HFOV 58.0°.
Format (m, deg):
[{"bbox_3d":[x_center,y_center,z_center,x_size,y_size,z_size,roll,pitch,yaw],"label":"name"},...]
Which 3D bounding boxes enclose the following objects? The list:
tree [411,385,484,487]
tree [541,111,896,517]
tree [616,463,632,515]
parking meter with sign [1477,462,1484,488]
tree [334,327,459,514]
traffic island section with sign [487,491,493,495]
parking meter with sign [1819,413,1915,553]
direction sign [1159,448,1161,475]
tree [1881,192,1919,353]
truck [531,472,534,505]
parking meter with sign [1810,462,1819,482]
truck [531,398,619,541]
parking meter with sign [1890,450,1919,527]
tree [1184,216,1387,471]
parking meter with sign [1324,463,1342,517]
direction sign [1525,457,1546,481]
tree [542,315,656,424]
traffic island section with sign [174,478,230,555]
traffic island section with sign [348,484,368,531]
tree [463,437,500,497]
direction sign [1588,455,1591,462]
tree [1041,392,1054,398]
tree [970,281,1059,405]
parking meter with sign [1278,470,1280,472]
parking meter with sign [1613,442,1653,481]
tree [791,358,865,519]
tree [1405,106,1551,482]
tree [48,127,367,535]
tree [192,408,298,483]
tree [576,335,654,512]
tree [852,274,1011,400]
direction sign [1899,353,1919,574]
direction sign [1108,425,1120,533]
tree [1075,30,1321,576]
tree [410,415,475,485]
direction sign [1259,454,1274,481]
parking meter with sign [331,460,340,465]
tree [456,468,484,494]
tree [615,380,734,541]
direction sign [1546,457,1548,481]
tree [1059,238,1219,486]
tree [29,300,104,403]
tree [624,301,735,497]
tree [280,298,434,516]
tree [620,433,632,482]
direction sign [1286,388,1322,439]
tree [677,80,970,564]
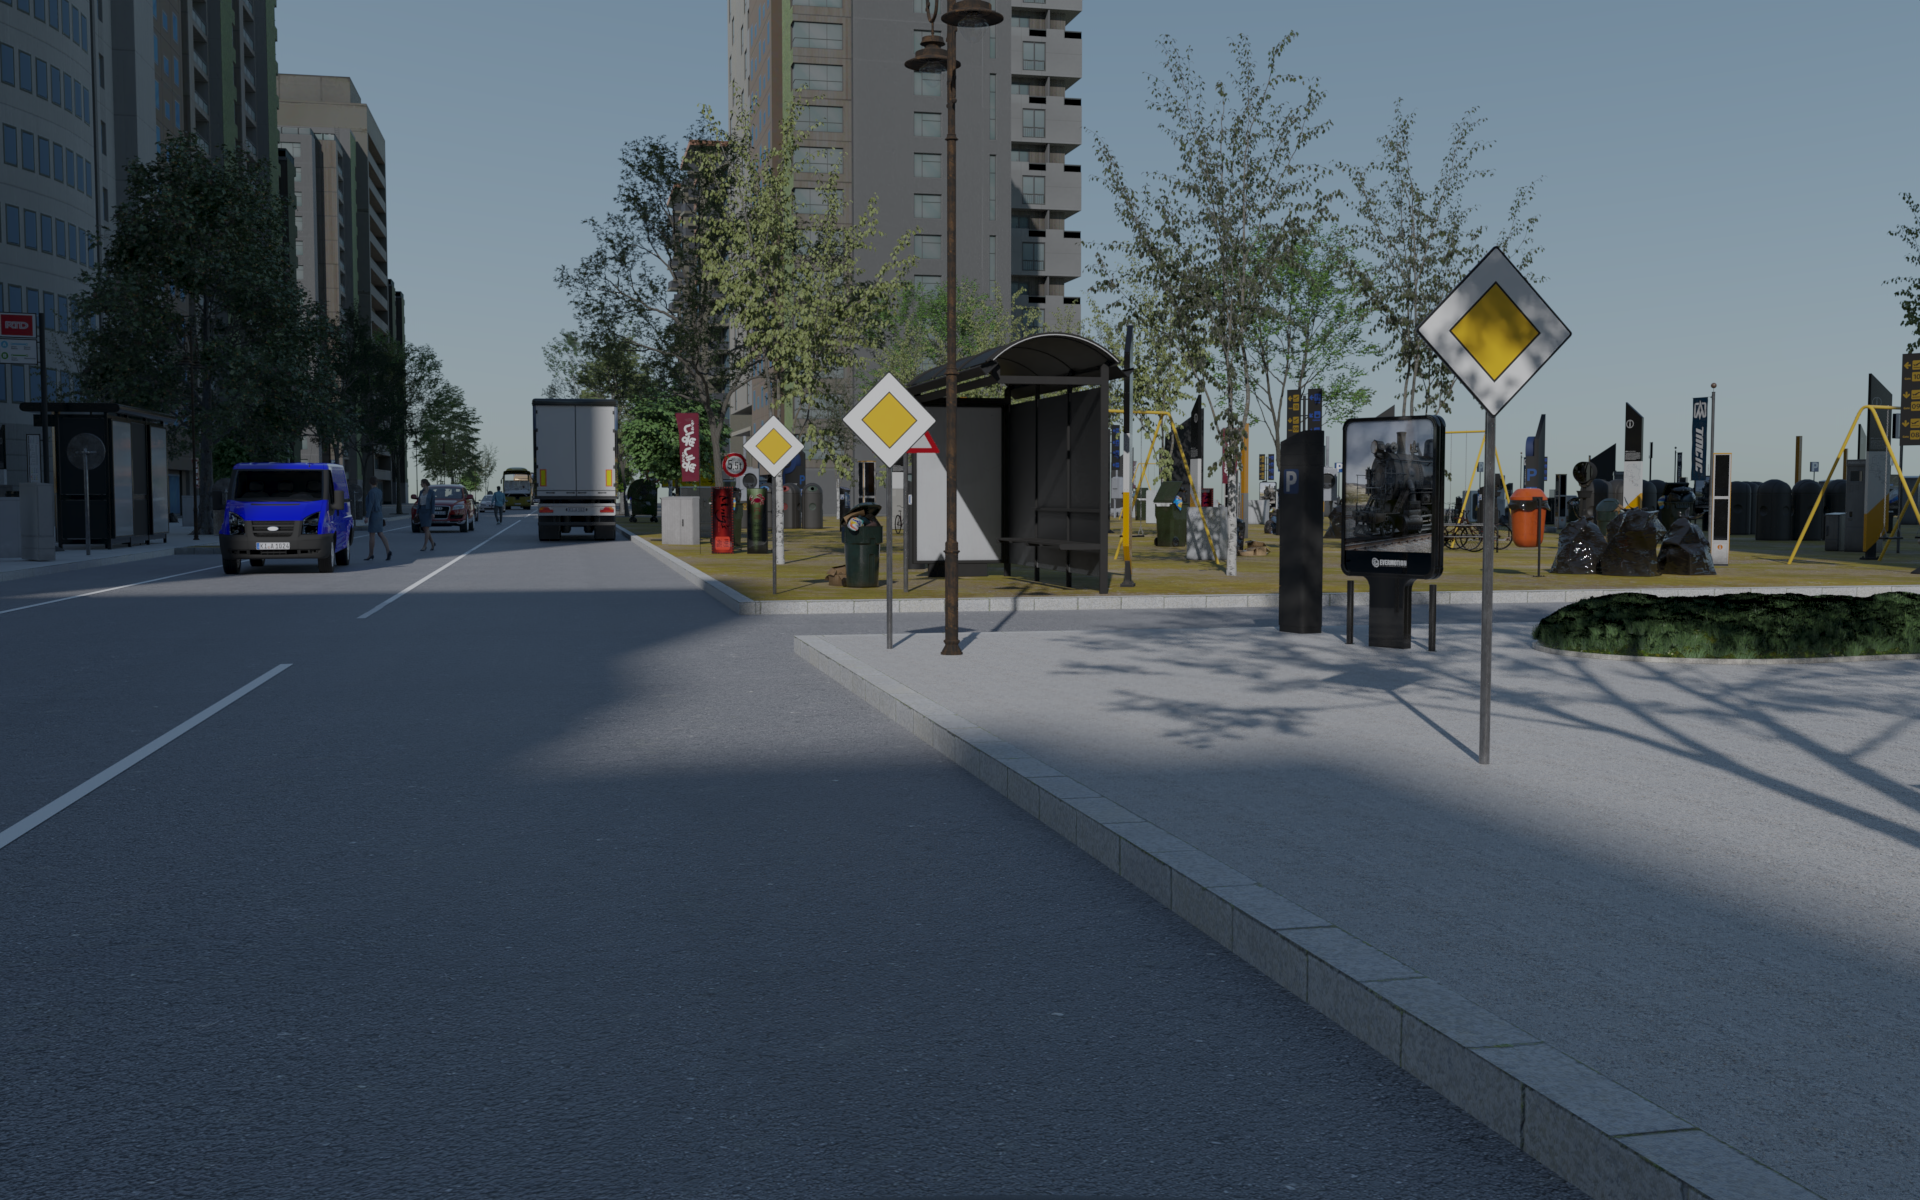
[{"bbox_3d":[-53.284,-16.037,180.324,7.486,12.596,7.792,0,3,0],"label":"tree"},{"bbox_3d":[-5.729,-6.560,41.661,8.767,10.594,7.601,0,4,-4],"label":"tree"},{"bbox_3d":[-20.751,-6.795,105.707,1.663,3.219,1.824,0,3,0],"label":"tree"},{"bbox_3d":[28.766,-5.938,93.355,0.543,3.016,1.738,-3,5,-43],"label":"parking meter with sign"},{"bbox_3d":[-35.696,-11.229,109.350,9.928,11.665,9.643,0,3,0],"label":"tree"},{"bbox_3d":[-53.568,-11.569,197.788,1.989,1.847,2.006,-1,4,-13],"label":"traffic island section with sign"},{"bbox_3d":[19.986,-2.566,38.223,0.543,3.016,1.738,-2,4,-26],"label":"parking meter with sign"},{"bbox_3d":[10.064,-5.647,84.319,0.876,3.537,0.379,3,4,37],"label":"direction sign"},{"bbox_3d":[22.937,-5.425,39.064,4.737,8.622,4.395,0,3,0],"label":"tree"},{"bbox_3d":[-56.401,-14.383,224.068,2.839,4.237,11.283,-1,4,-12],"label":"truck"},{"bbox_3d":[46.310,-5.893,92.615,0.543,3.016,1.738,-1,4,-19],"label":"parking meter with sign"},{"bbox_3d":[-12.455,-4.125,56.357,2.839,4.237,11.283,-1,4,-12],"label":"truck"},{"bbox_3d":[39.675,-4.647,72.239,1.738,3.016,0.543,3,5,44],"label":"parking meter with sign"},{"bbox_3d":[12.316,-8.576,65.965,9.928,11.665,9.643,0,3,0],"label":"tree"},{"bbox_3d":[20.710,-6.143,96.694,0.543,3.016,1.738,-1,4,-19],"label":"parking meter with sign"},{"bbox_3d":[30.070,-6.038,90.724,0.876,3.537,0.379,1,4,16],"label":"direction sign"},{"bbox_3d":[-35.910,-19.817,179.897,12.611,20.169,13.585,0,3,0],"label":"tree"},{"bbox_3d":[-17.862,-2.048,42.114,1.989,1.847,2.006,-1,4,-13],"label":"traffic island section with sign"},{"bbox_3d":[-23.886,-3.655,68.390,1.989,1.847,2.006,-1,4,-13],"label":"traffic island section with sign"},{"bbox_3d":[-61.204,-16.388,218.307,4.360,8.622,3.978,0,3,0],"label":"tree"},{"bbox_3d":[36.719,-6.672,101.081,0.379,3.537,0.876,2,4,27],"label":"direction sign"},{"bbox_3d":[5.449,-7.378,70.994,4.360,8.622,3.978,0,3,0],"label":"tree"},{"bbox_3d":[1.012,-6.648,59.061,4.737,8.622,4.395,0,3,0],"label":"tree"},{"bbox_3d":[17.785,-5.921,93.075,0.543,3.016,1.738,3,5,44],"label":"parking meter with sign"},{"bbox_3d":[22.327,-3.792,58.266,1.738,3.016,0.543,1,4,18],"label":"parking meter with sign"},{"bbox_3d":[-6.327,-8.429,88.183,4.360,8.622,3.978,0,3,0],"label":"tree"},{"bbox_3d":[8.902,-5.053,32.975,4.360,8.622,3.978,0,3,0],"label":"tree"},{"bbox_3d":[-23.713,-8.408,54.482,9.611,12.733,9.660,0,3,0],"label":"tree"},{"bbox_3d":[-25.969,-4.863,63.220,4.285,4.588,4.351,0,3,0],"label":"tree"},{"bbox_3d":[-24.559,-12.592,124.009,7.486,12.596,7.792,0,3,0],"label":"tree"},{"bbox_3d":[-1.301,-9.566,82.157,9.928,11.665,9.643,0,3,0],"label":"tree"},{"bbox_3d":[15.477,-2.183,27.696,0.379,3.537,0.876,-3,4,-39],"label":"direction sign"},{"bbox_3d":[4.867,-3.943,56.468,0.876,3.537,0.379,-3,4,-36],"label":"direction sign"},{"bbox_3d":[4.045,-4.687,26.994,4.360,8.622,3.978,0,3,0],"label":"tree"},{"bbox_3d":[-48.237,-12.792,159.517,4.737,8.622,4.395,0,3,0],"label":"tree"},{"bbox_3d":[17.304,-6.472,97.815,0.876,3.537,0.379,2,4,26],"label":"direction sign"},{"bbox_3d":[-32.392,-5.643,88.523,1.738,3.016,0.543,3,5,40],"label":"parking meter with sign"},{"bbox_3d":[-58.904,-13.744,208.435,4.285,4.588,4.351,0,3,0],"label":"tree"},{"bbox_3d":[-7.849,-3.917,47.752,4.285,4.588,4.351,0,3,0],"label":"tree"},{"bbox_3d":[34.949,-6.871,104.344,0.876,3.537,0.379,0,4,-6],"label":"direction sign"},{"bbox_3d":[5.586,-6.039,49.100,4.737,8.622,4.395,0,3,0],"label":"tree"},{"bbox_3d":[-31.496,-6.901,63.190,4.360,8.622,3.978,0,3,0],"label":"tree"},{"bbox_3d":[-10.949,-7.078,66.081,4.360,8.622,3.978,0,3,0],"label":"tree"},{"bbox_3d":[-29.397,-9.020,81.896,7.601,10.594,8.767,0,4,-3],"label":"tree"},{"bbox_3d":[-42.950,-17.557,204.071,9.611,12.733,9.660,0,3,0],"label":"tree"},{"bbox_3d":[7.413,-2.775,37.364,0.876,3.537,0.379,3,5,44],"label":"direction sign"},{"bbox_3d":[-3.097,-4.954,31.355,4.737,8.622,4.395,0,3,0],"label":"tree"}]
